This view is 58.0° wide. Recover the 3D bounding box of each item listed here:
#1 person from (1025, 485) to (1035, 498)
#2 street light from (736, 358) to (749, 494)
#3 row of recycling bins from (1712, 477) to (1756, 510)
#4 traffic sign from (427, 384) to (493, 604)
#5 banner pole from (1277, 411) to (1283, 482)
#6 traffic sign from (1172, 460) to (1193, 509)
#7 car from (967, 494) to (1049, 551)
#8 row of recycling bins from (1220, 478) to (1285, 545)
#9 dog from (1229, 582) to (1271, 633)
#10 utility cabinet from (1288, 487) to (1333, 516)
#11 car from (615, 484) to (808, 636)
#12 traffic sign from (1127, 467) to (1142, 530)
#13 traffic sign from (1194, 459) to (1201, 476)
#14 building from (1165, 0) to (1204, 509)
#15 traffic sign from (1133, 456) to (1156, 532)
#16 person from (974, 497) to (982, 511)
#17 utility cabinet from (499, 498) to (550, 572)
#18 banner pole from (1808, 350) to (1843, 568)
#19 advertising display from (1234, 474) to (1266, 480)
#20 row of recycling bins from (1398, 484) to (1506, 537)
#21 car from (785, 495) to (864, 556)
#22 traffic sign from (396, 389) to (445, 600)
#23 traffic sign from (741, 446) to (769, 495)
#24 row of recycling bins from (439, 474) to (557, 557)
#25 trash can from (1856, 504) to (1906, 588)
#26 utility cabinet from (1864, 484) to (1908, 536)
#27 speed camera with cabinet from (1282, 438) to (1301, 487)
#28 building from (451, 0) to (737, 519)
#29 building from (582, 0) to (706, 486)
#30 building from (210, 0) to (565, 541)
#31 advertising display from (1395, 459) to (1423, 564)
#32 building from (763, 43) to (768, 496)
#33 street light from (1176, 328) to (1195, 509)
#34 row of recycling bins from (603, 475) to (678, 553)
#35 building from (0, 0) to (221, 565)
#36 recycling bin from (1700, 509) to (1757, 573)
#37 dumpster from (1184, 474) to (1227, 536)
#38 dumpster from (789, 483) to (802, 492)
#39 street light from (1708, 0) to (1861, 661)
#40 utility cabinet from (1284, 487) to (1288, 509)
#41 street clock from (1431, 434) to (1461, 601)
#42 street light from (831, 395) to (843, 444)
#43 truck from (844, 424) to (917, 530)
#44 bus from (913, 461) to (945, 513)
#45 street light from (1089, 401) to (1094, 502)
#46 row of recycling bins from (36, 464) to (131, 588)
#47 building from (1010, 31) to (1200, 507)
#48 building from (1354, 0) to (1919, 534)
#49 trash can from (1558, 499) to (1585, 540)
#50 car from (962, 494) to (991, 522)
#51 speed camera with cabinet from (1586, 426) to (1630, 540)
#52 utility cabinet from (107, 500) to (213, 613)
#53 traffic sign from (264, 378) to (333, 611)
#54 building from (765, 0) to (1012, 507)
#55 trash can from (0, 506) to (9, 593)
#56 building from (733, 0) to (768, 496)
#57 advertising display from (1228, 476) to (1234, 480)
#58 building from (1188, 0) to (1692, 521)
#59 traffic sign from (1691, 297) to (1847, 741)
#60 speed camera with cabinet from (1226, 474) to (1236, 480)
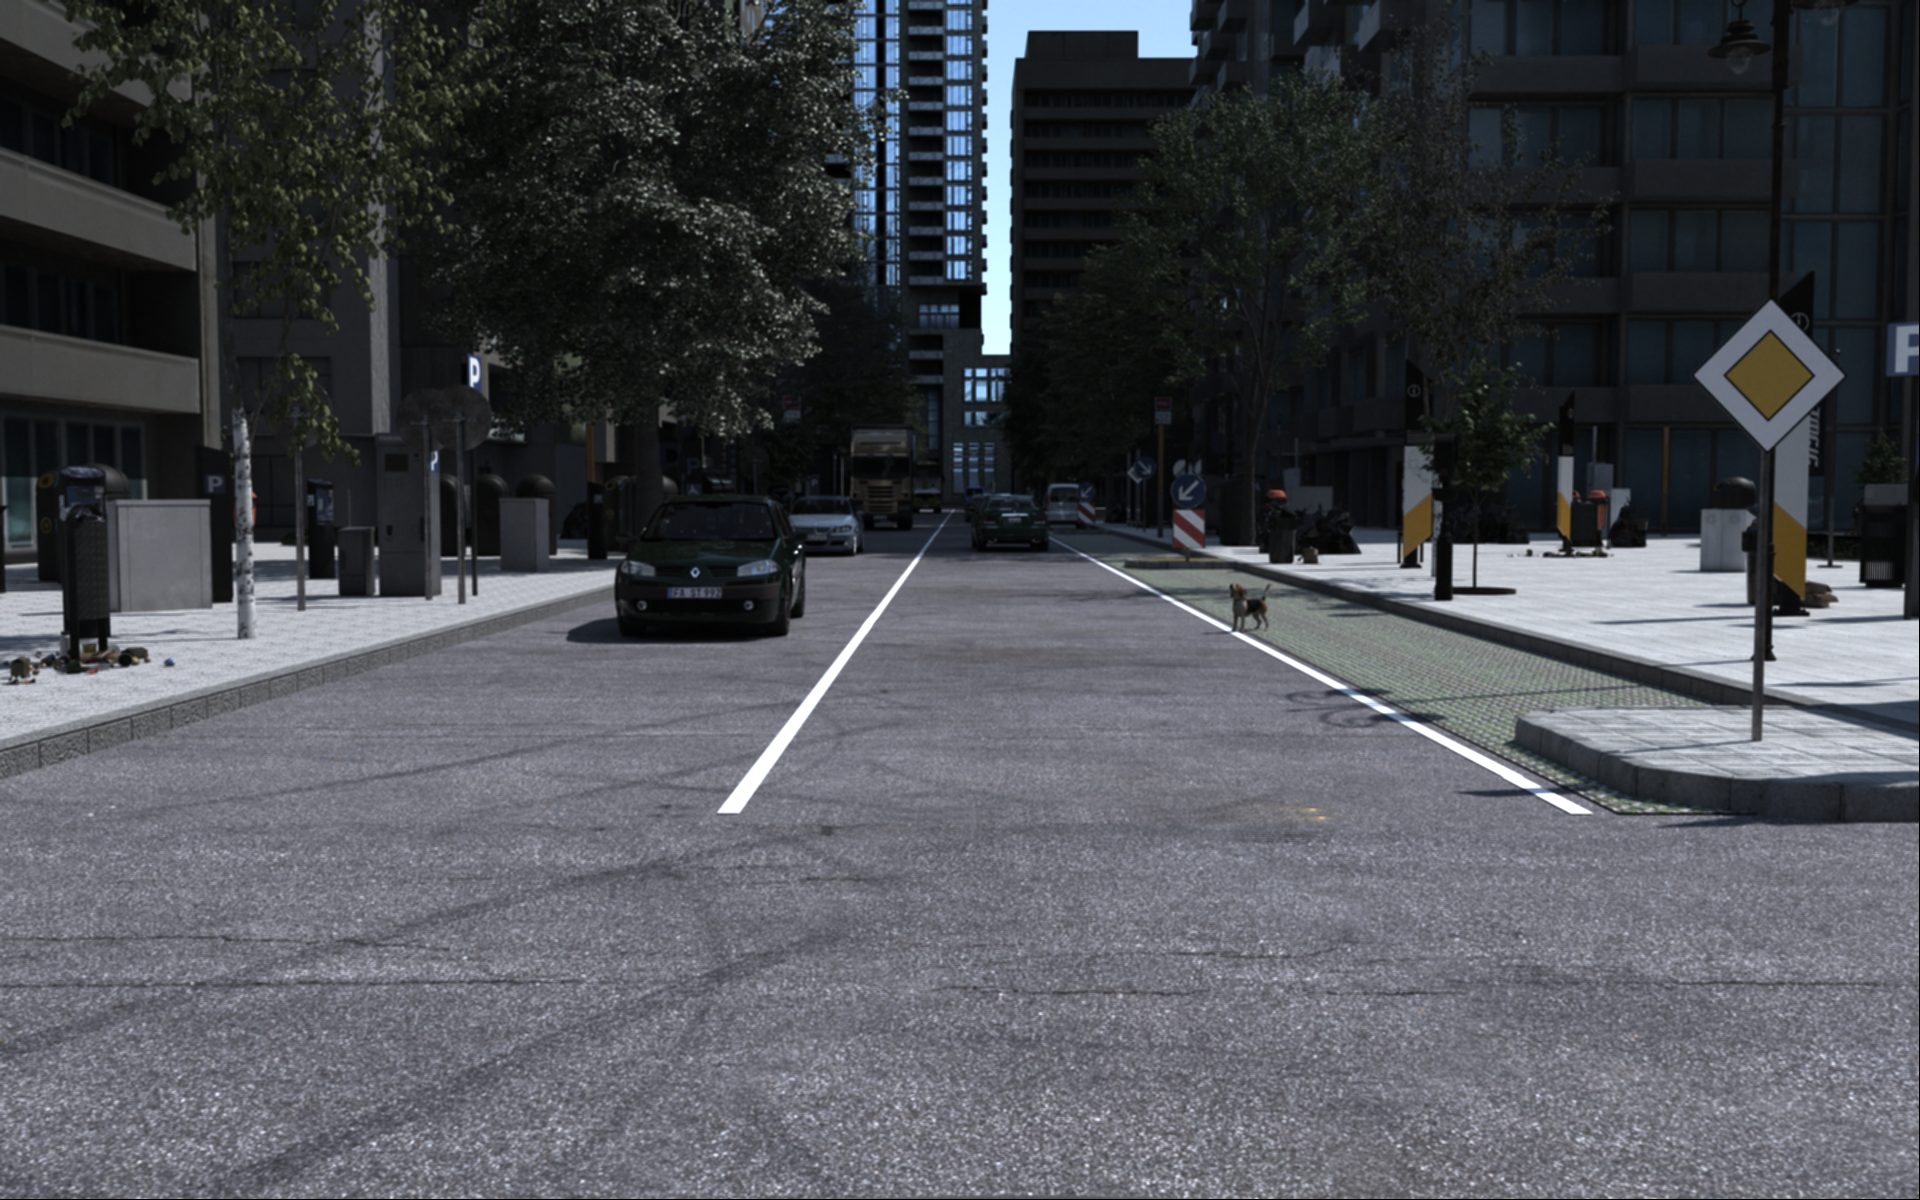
[{"bbox_3d":[2.370,-3.150,60.757,0.760,1.731,0.466,2,4,35],"label":"person"},{"bbox_3d":[-5.702,-4.382,44.440,0.468,5.910,1.993,0,4,0],"label":"street light"},{"bbox_3d":[19.400,-2.217,43.358,1.069,1.692,3.534,1,4,21],"label":"row of recycling bins"},{"bbox_3d":[-5.815,-1.225,20.141,0.768,2.556,0.104,0,4,3],"label":"traffic sign"},{"bbox_3d":[9.625,-3.807,52.256,0.401,3.779,0.863,1,4,16],"label":"banner pole"},{"bbox_3d":[8.244,-3.918,64.159,0.768,2.556,0.104,0,4,1],"label":"traffic sign"},{"bbox_3d":[1.266,-2.013,44.709,2.131,1.459,4.920,0,4,-2],"label":"car"},{"bbox_3d":[7.605,-2.328,45.180,1.069,1.692,3.534,2,4,27],"label":"row of recycling bins"},{"bbox_3d":[3.025,0.076,18.041,0.406,0.507,0.540,1,4,12],"label":"dog"},{"bbox_3d":[10.377,-2.594,51.093,1.173,1.500,0.318,1,4,15],"label":"utility cabinet"},{"bbox_3d":[-2.621,-0.548,18.750,2.009,1.686,4.222,0,4,-2],"label":"car"},{"bbox_3d":[6.329,-3.703,61.729,0.795,2.450,0.064,0,4,8],"label":"traffic sign"},{"bbox_3d":[8.781,-3.801,62.255,0.768,2.556,0.104,0,4,1],"label":"traffic sign"},{"bbox_3d":[26.598,-50.287,134.870,22.319,86.520,31.000,0,4,0],"label":"building"},{"bbox_3d":[6.226,-3.567,58.421,0.768,2.556,0.104,0,4,3],"label":"traffic sign"},{"bbox_3d":[0.829,-3.592,71.508,0.475,1.303,0.640,-1,4,-12],"label":"person"},{"bbox_3d":[-7.232,-1.077,28.774,1.020,1.237,0.306,3,5,41],"label":"utility cabinet"},{"bbox_3d":[15.100,-2.468,30.374,0.401,3.779,0.863,-2,4,-30],"label":"banner pole"},{"bbox_3d":[9.610,-3.177,57.155,0.974,1.923,0.123,2,4,31],"label":"advertising display"},{"bbox_3d":[14.703,-2.735,51.835,1.069,1.692,3.534,-3,5,-44],"label":"row of recycling bins"},{"bbox_3d":[-3.258,-1.799,41.408,2.014,1.417,4.499,0,4,1],"label":"car"},{"bbox_3d":[-6.446,-1.275,20.947,0.768,2.556,0.104,0,4,5],"label":"traffic sign"},{"bbox_3d":[-5.484,-2.825,46.290,0.768,2.556,0.104,0,4,7],"label":"traffic sign"},{"bbox_3d":[-10.189,-1.766,35.989,3.534,1.692,1.069,-1,4,-12],"label":"row of recycling bins"},{"bbox_3d":[12.699,-0.741,23.768,0.748,1.137,0.748,0,3,0],"label":"trash can"},{"bbox_3d":[20.508,-1.793,37.999,1.173,1.500,0.318,3,4,38],"label":"utility cabinet"},{"bbox_3d":[11.832,-4.146,62.131,0.660,3.252,2.038,0,4,8],"label":"speed camera with cabinet"},{"bbox_3d":[-21.467,-25.786,105.197,14.154,41.232,14.086,0,4,0],"label":"building"},{"bbox_3d":[-21.488,-19.537,91.127,14.160,30.474,14.107,0,4,0],"label":"building"},{"bbox_3d":[-19.842,-22.538,52.094,14.154,41.232,14.086,0,4,0],"label":"building"},{"bbox_3d":[8.387,-1.650,32.187,0.123,1.923,0.974,3,5,43],"label":"advertising display"},{"bbox_3d":[-29.097,-29.719,140.527,28.867,44.769,22.147,0,4,0],"label":"building"},{"bbox_3d":[6.317,-4.610,48.163,0.468,5.910,1.993,0,4,0],"label":"street light"},{"bbox_3d":[-6.931,-1.867,37.632,1.069,1.692,3.534,-2,4,-26],"label":"row of recycling bins"},{"bbox_3d":[-26.850,-24.611,26.097,21.300,48.544,21.600,0,4,0],"label":"building"},{"bbox_3d":[12.770,-0.990,28.736,0.722,1.027,0.722,3,5,43],"label":"recycling bin"},{"bbox_3d":[7.351,-2.809,51.681,1.264,1.857,1.865,0,3,0],"label":"dumpster"},{"bbox_3d":[-7.642,-4.584,80.700,1.264,1.857,1.865,0,4,0],"label":"dumpster"},{"bbox_3d":[6.209,-2.472,13.203,0.468,5.910,1.993,0,4,0],"label":"street light"},{"bbox_3d":[10.986,-2.910,56.256,1.173,1.500,0.318,2,4,24],"label":"utility cabinet"},{"bbox_3d":[5.848,-0.998,20.880,0.358,2.002,0.471,2,4,24],"label":"street clock"},{"bbox_3d":[-5.643,-6.531,79.570,0.468,5.910,1.993,0,4,0],"label":"street light"},{"bbox_3d":[-3.151,-5.056,71.584,2.839,4.237,11.283,0,4,-1],"label":"truck"},{"bbox_3d":[-2.603,-8.628,132.608,2.896,3.916,12.252,0,4,0],"label":"bus"},{"bbox_3d":[6.359,-6.783,83.695,0.468,5.910,1.993,0,4,0],"label":"street light"},{"bbox_3d":[-12.443,-1.073,24.657,1.069,1.692,3.534,-2,4,-33],"label":"row of recycling bins"},{"bbox_3d":[16.101,-34.375,185.731,21.600,48.544,21.300,0,4,0],"label":"building"},{"bbox_3d":[25.774,-27.432,68.115,23.786,49.044,30.456,0,4,0],"label":"building"},{"bbox_3d":[17.203,-2.273,48.823,0.748,1.137,0.748,0,3,0],"label":"trash can"},{"bbox_3d":[1.189,-4.740,89.290,2.131,1.459,4.920,0,4,-1],"label":"car"},{"bbox_3d":[18.593,-3.384,49.663,0.660,3.252,2.038,0,4,1],"label":"speed camera with cabinet"},{"bbox_3d":[-8.828,-0.486,19.109,0.306,1.237,1.020,3,5,43],"label":"utility cabinet"},{"bbox_3d":[-7.240,-1.154,18.967,0.768,2.556,0.104,0,4,4],"label":"traffic sign"},{"bbox_3d":[-10.201,-53.296,184.067,31.000,86.520,22.319,0,4,0],"label":"building"},{"bbox_3d":[-12.108,-0.591,21.320,0.748,1.137,0.748,0,3,0],"label":"trash can"},{"bbox_3d":[-21.057,-28.699,119.335,14.600,45.320,14.200,0,4,0],"label":"building"},{"bbox_3d":[10.025,-3.459,61.768,0.974,1.923,0.123,1,4,10],"label":"advertising display"},{"bbox_3d":[26.054,-29.709,105.345,23.786,49.044,30.456,0,4,0],"label":"building"},{"bbox_3d":[4.140,-0.324,8.943,0.795,2.450,0.064,0,4,0],"label":"traffic sign"},{"bbox_3d":[13.011,-5.302,81.031,0.660,3.252,2.038,-1,4,-12],"label":"speed camera with cabinet"}]
